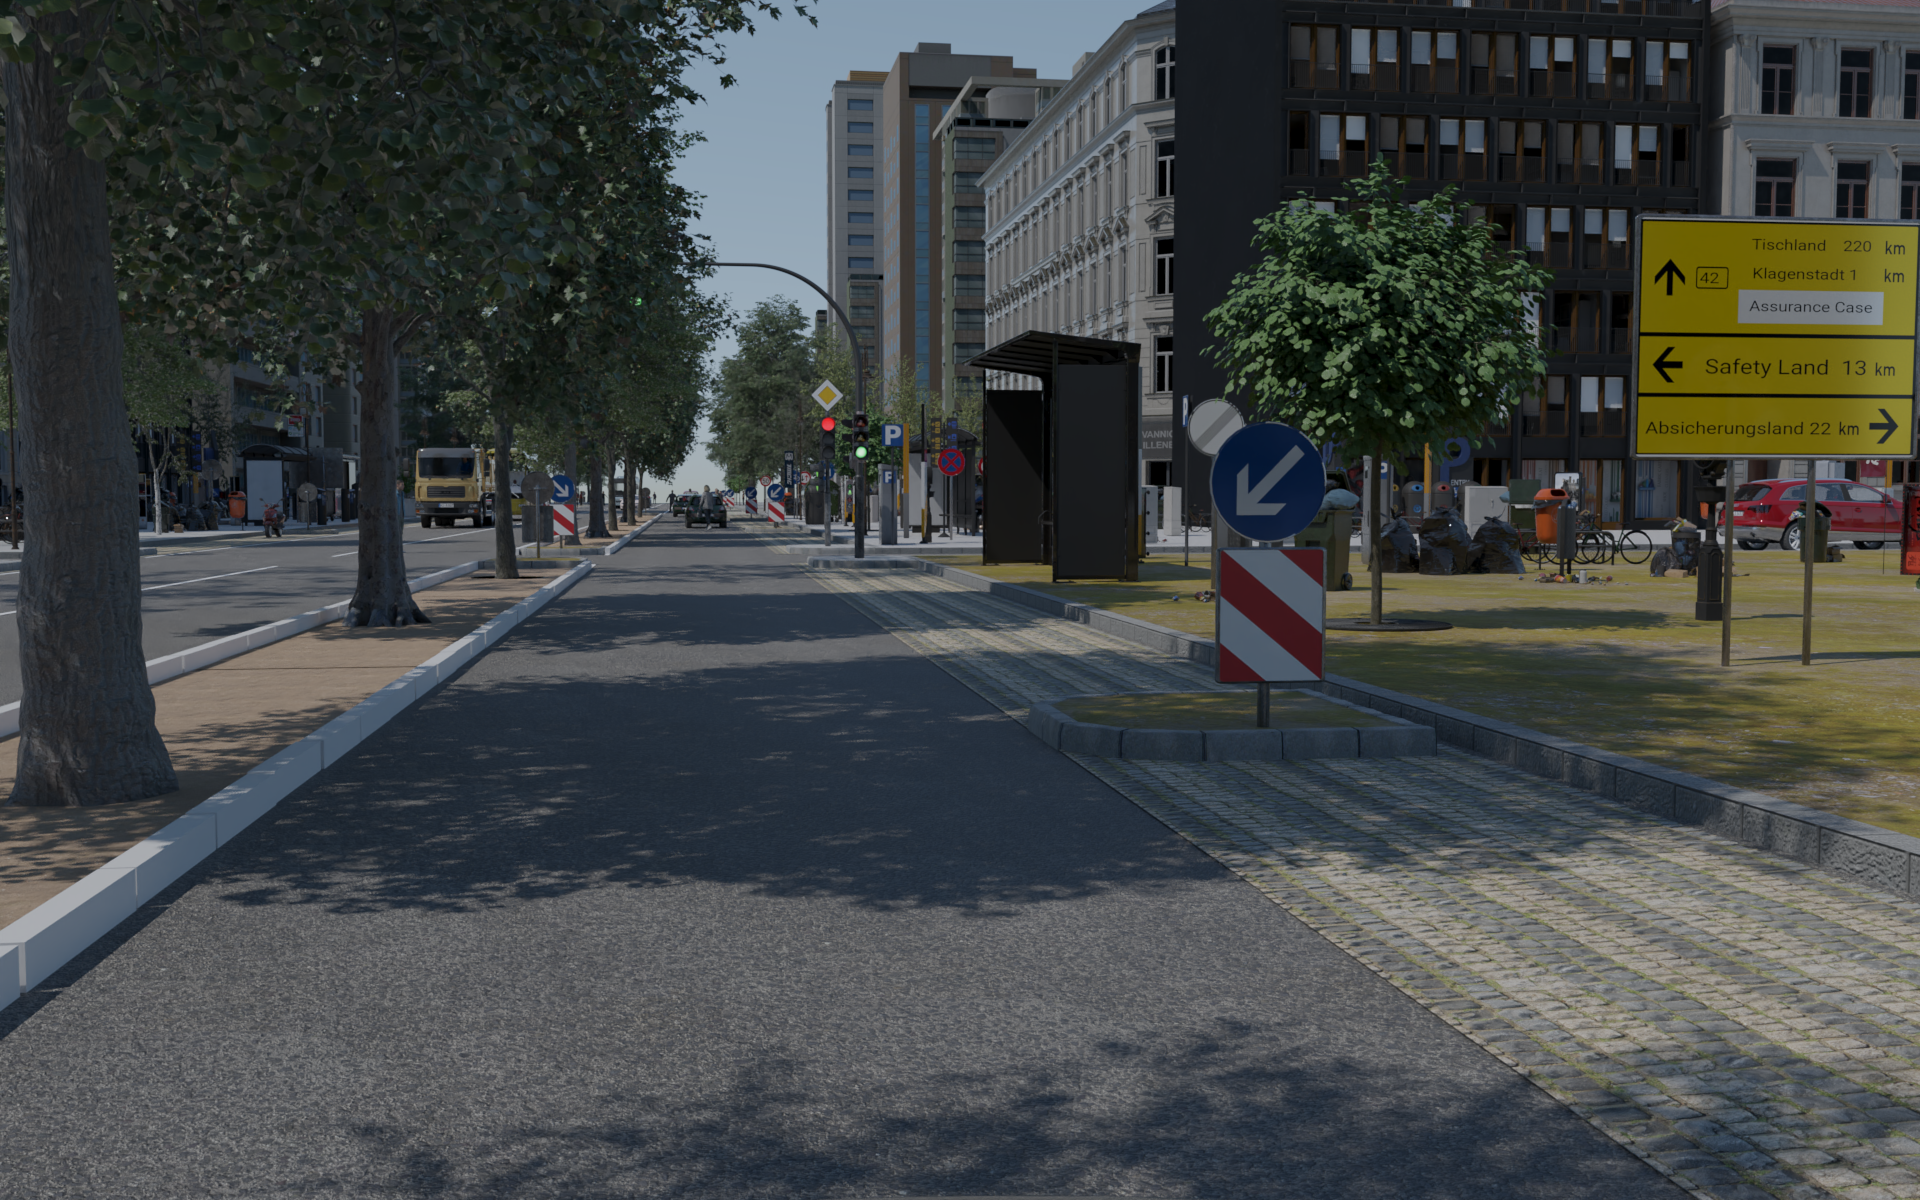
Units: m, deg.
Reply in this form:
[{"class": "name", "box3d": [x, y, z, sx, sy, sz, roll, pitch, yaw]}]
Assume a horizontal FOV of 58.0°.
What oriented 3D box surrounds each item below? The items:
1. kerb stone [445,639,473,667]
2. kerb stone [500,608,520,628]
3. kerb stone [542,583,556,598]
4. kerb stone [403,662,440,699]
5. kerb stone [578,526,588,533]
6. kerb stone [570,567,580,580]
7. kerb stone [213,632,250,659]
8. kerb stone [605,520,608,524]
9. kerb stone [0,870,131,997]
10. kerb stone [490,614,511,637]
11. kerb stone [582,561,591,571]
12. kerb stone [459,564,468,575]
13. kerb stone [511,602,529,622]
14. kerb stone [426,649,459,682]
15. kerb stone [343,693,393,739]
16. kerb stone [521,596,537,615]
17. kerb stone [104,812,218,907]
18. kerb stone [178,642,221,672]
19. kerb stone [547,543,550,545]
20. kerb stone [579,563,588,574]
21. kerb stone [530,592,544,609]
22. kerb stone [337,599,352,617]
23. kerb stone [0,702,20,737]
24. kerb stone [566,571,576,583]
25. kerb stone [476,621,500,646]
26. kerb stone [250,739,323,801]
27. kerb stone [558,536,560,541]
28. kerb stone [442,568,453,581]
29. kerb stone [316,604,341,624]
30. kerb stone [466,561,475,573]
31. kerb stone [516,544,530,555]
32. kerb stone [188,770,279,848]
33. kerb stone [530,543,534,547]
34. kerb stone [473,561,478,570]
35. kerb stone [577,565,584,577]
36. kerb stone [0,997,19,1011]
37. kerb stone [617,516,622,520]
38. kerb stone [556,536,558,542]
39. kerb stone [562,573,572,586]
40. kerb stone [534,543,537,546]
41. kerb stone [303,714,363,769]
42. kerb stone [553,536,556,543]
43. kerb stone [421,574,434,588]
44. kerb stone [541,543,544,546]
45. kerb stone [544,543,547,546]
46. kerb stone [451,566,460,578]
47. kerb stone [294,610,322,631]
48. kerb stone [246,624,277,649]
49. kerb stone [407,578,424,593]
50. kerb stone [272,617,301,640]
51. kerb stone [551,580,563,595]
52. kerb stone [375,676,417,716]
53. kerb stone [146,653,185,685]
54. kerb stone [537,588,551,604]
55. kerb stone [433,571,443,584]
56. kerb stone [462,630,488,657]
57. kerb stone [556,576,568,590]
[{"class": "kerb stone", "box3d": [-4.244, 0.466, 14.581, 0.120, 0.150, 1.000, -1, 4, -9]}, {"class": "kerb stone", "box3d": [-4.881, 0.217, 18.647, 0.120, 0.150, 1.000, -1, 4, -9]}, {"class": "kerb stone", "box3d": [-5.662, -0.093, 23.713, 0.120, 0.150, 1.000, -1, 4, -9]}, {"class": "kerb stone", "box3d": [-3.925, 0.590, 12.551, 0.120, 0.150, 1.000, -1, 4, -9]}, {"class": "kerb stone", "box3d": [-14.257, -2.644, 65.430, 0.120, 0.150, 1.000, -1, 4, -9]}, {"class": "kerb stone", "box3d": [-6.444, -0.402, 28.766, 0.120, 0.150, 1.000, -1, 4, -9]}, {"class": "kerb stone", "box3d": [-6.479, 0.424, 15.285, 0.120, 0.150, 1.000, -1, 4, -9]}, {"class": "kerb stone", "box3d": [-17.560, -3.945, 86.699, 0.120, 0.150, 1.000, -1, 4, -9]}, {"class": "kerb stone", "box3d": [-2.818, 1.027, 5.455, 0.120, 0.150, 1.000, -1, 4, -9]}, {"class": "kerb stone", "box3d": [-4.713, 0.279, 17.635, 0.120, 0.150, 1.000, -1, 4, -9]}, {"class": "kerb stone", "box3d": [-6.917, -0.584, 31.807, 0.120, 0.150, 1.000, -1, 4, -9]}, {"class": "kerb stone", "box3d": [-8.831, -0.506, 30.471, 0.120, 0.150, 1.000, -1, 4, -9]}, {"class": "kerb stone", "box3d": [-5.028, 0.159, 19.662, 0.120, 0.150, 1.000, -1, 4, -9]}, {"class": "kerb stone", "box3d": [-4.076, 0.528, 13.567, 0.120, 0.150, 1.000, -1, 4, -9]}, {"class": "kerb stone", "box3d": [-3.608, 0.716, 10.524, 0.120, 0.150, 1.000, -1, 4, -9]}, {"class": "kerb stone", "box3d": [-5.181, 0.093, 20.675, 0.120, 0.150, 1.000, -1, 4, -9]}, {"class": "kerb stone", "box3d": [-2.980, 0.968, 6.470, 0.120, 0.150, 1.000, -1, 4, -9]}, {"class": "kerb stone", "box3d": [-6.309, 0.485, 14.271, 0.120, 0.150, 1.000, -1, 4, -9]}, {"class": "kerb stone", "box3d": [-11.583, -1.588, 48.189, 0.120, 0.150, 1.000, -1, 4, -9]}, {"class": "kerb stone", "box3d": [-6.749, -0.526, 30.799, 0.120, 0.150, 1.000, -1, 4, -9]}, {"class": "kerb stone", "box3d": [-5.339, 0.031, 21.687, 0.120, 0.150, 1.000, -1, 4, -9]}, {"class": "kerb stone", "box3d": [-7.252, 0.115, 20.345, 0.120, 0.150, 1.000, -1, 4, -9]}, {"class": "kerb stone", "box3d": [-5.688, 0.733, 10.218, 0.120, 0.150, 1.000, -1, 4, -9]}, {"class": "kerb stone", "box3d": [-6.287, -0.332, 27.756, 0.120, 0.150, 1.000, -1, 4, -9]}, {"class": "kerb stone", "box3d": [-4.552, 0.341, 16.621, 0.120, 0.150, 1.000, -1, 4, -9]}, {"class": "kerb stone", "box3d": [-3.303, 0.838, 8.490, 0.120, 0.150, 1.000, -1, 4, -9]}, {"class": "kerb stone", "box3d": [-12.210, -1.833, 52.246, 0.120, 0.150, 1.000, -1, 4, -9]}, {"class": "kerb stone", "box3d": [-8.508, -0.381, 28.446, 0.120, 0.150, 1.000, -1, 4, -9]}, {"class": "kerb stone", "box3d": [-7.105, 0.175, 19.333, 0.120, 0.150, 1.000, -1, 4, -9]}, {"class": "kerb stone", "box3d": [-8.987, -0.568, 31.486, 0.120, 0.150, 1.000, -1, 4, -9]}, {"class": "kerb stone", "box3d": [-10.635, -1.217, 42.122, 0.120, 0.150, 1.000, -1, 4, -9]}, {"class": "kerb stone", "box3d": [-3.136, 0.903, 7.481, 0.120, 0.150, 1.000, -1, 4, -9]}, {"class": "kerb stone", "box3d": [-10.790, -1.281, 43.132, 0.120, 0.150, 1.000, -1, 4, -9]}, {"class": "kerb stone", "box3d": [-9.150, -0.630, 32.503, 0.120, 0.150, 1.000, -1, 4, -9]}, {"class": "kerb stone", "box3d": [-6.596, -0.464, 29.784, 0.120, 0.150, 1.000, -1, 4, -9]}, {"class": "kerb stone", "box3d": [-2.663, 1.088, 4.432, 0.120, 0.150, 1.000, -1, 4, -9]}, {"class": "kerb stone", "box3d": [-19.758, -4.812, 100.889, 0.120, 0.150, 1.000, -1, 4, -9]}, {"class": "kerb stone", "box3d": [-12.053, -1.776, 51.233, 0.120, 0.150, 1.000, -1, 4, -9]}, {"class": "kerb stone", "box3d": [-6.126, -0.278, 26.746, 0.120, 0.150, 1.000, -1, 4, -9]}, {"class": "kerb stone", "box3d": [-10.947, -1.340, 44.147, 0.120, 0.150, 1.000, -1, 4, -9]}, {"class": "kerb stone", "box3d": [-3.449, 0.776, 9.507, 0.120, 0.150, 1.000, -1, 4, -9]}, {"class": "kerb stone", "box3d": [-11.890, -1.709, 50.213, 0.120, 0.150, 1.000, -1, 4, -9]}, {"class": "kerb stone", "box3d": [-8.196, -0.258, 26.419, 0.120, 0.150, 1.000, -1, 4, -9]}, {"class": "kerb stone", "box3d": [-11.267, -1.466, 46.168, 0.120, 0.150, 1.000, -1, 4, -9]}, {"class": "kerb stone", "box3d": [-11.423, -1.528, 47.180, 0.120, 0.150, 1.000, -1, 4, -9]}, {"class": "kerb stone", "box3d": [-8.670, -0.441, 29.459, 0.120, 0.150, 1.000, -1, 4, -9]}, {"class": "kerb stone", "box3d": [-6.947, 0.237, 18.323, 0.120, 0.150, 1.000, -1, 4, -9]}, {"class": "kerb stone", "box3d": [-6.633, 0.363, 16.303, 0.120, 0.150, 1.000, -1, 4, -9]}, {"class": "kerb stone", "box3d": [-8.044, -0.191, 25.409, 0.120, 0.150, 1.000, -1, 4, -9]}, {"class": "kerb stone", "box3d": [-6.787, 0.302, 17.314, 0.120, 0.150, 1.000, -1, 4, -9]}, {"class": "kerb stone", "box3d": [-5.806, -0.155, 24.725, 0.120, 0.150, 1.000, -1, 4, -9]}, {"class": "kerb stone", "box3d": [-3.772, 0.654, 11.533, 0.120, 0.150, 1.000, -1, 4, -9]}, {"class": "kerb stone", "box3d": [-6.160, 0.547, 13.252, 0.120, 0.150, 1.000, -1, 4, -9]}, {"class": "kerb stone", "box3d": [-5.500, -0.024, 22.699, 0.120, 0.150, 1.000, -1, 4, -9]}, {"class": "kerb stone", "box3d": [-8.360, -0.320, 27.434, 0.120, 0.150, 1.000, -1, 4, -9]}, {"class": "kerb stone", "box3d": [-4.400, 0.406, 15.601, 0.120, 0.150, 1.000, -1, 4, -9]}, {"class": "kerb stone", "box3d": [-5.968, -0.217, 25.736, 0.120, 0.150, 1.000, -1, 4, -9]}]
